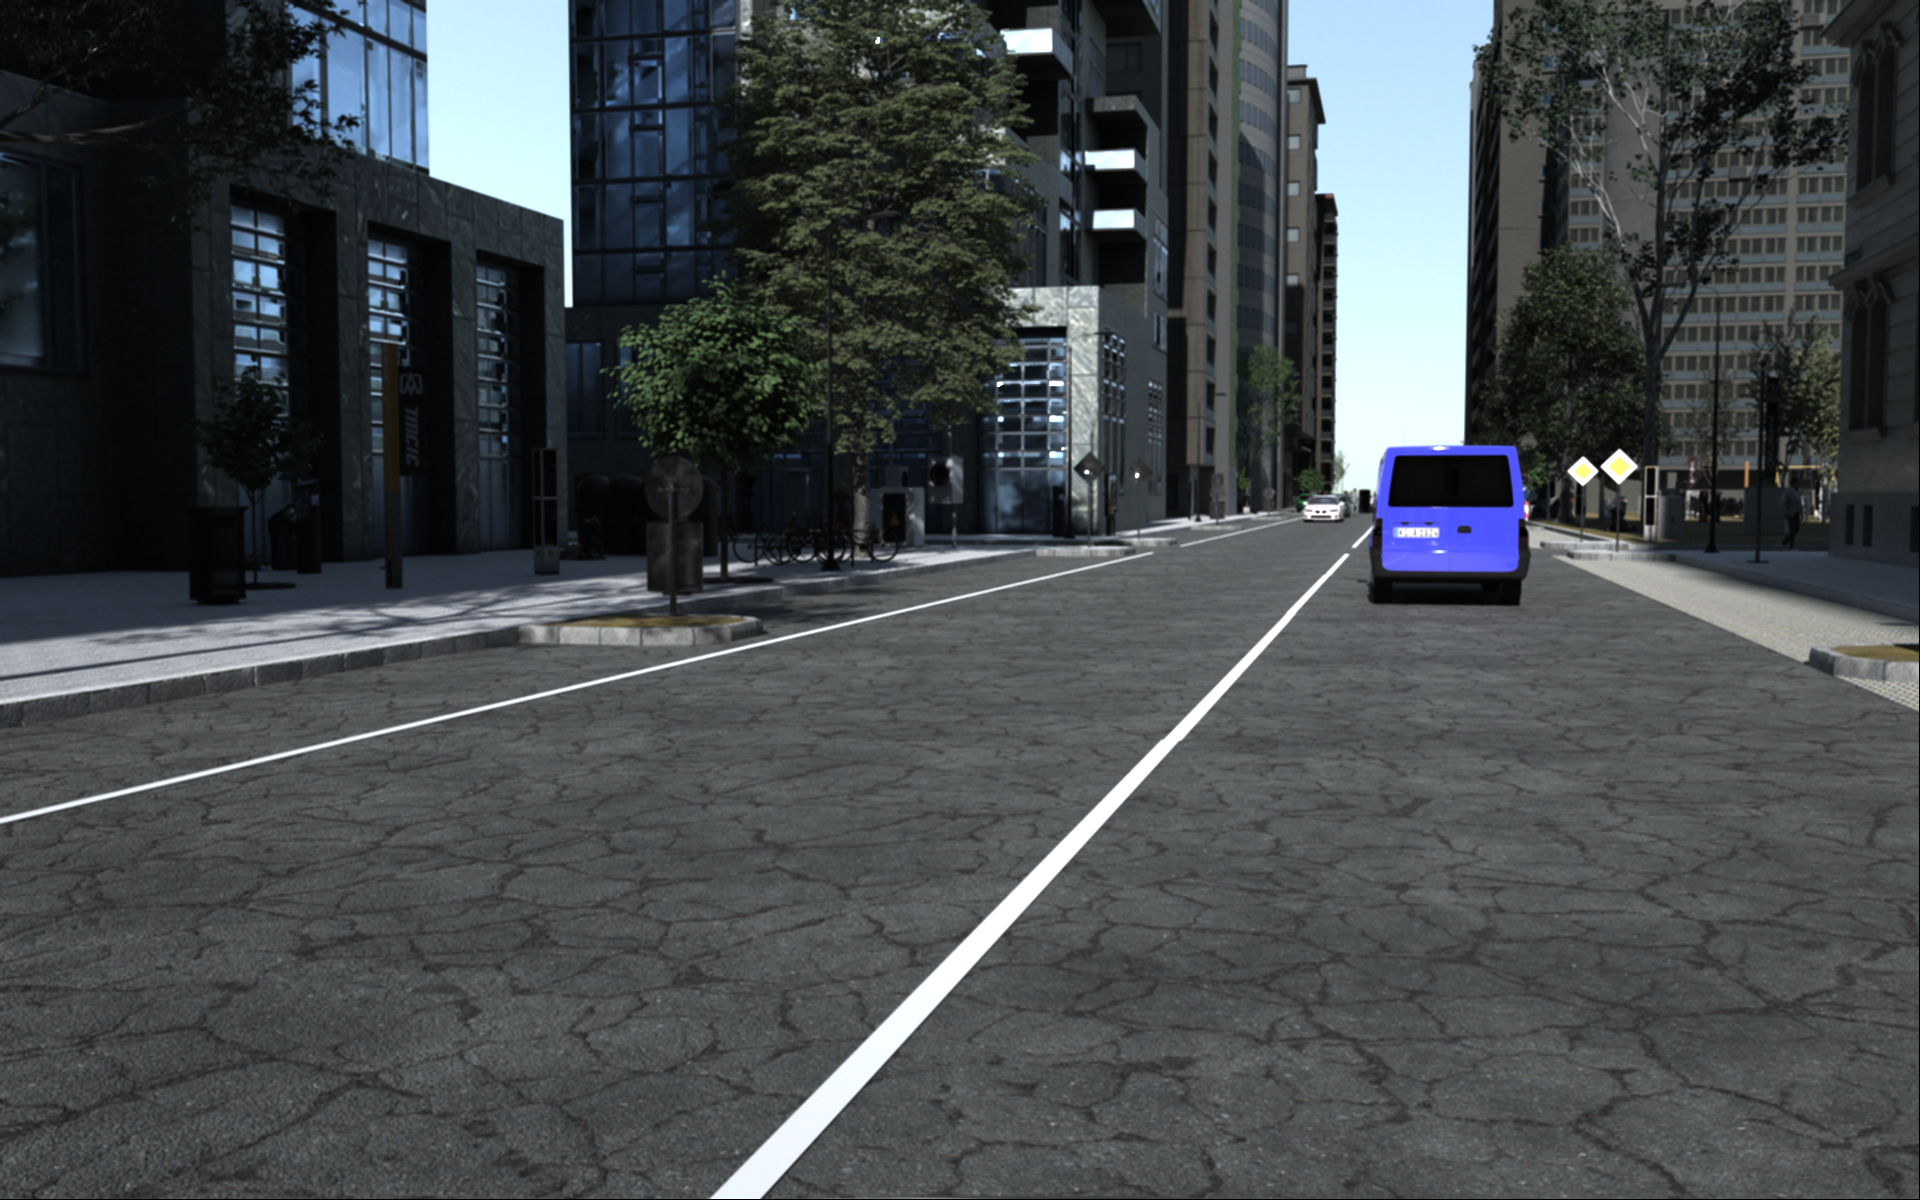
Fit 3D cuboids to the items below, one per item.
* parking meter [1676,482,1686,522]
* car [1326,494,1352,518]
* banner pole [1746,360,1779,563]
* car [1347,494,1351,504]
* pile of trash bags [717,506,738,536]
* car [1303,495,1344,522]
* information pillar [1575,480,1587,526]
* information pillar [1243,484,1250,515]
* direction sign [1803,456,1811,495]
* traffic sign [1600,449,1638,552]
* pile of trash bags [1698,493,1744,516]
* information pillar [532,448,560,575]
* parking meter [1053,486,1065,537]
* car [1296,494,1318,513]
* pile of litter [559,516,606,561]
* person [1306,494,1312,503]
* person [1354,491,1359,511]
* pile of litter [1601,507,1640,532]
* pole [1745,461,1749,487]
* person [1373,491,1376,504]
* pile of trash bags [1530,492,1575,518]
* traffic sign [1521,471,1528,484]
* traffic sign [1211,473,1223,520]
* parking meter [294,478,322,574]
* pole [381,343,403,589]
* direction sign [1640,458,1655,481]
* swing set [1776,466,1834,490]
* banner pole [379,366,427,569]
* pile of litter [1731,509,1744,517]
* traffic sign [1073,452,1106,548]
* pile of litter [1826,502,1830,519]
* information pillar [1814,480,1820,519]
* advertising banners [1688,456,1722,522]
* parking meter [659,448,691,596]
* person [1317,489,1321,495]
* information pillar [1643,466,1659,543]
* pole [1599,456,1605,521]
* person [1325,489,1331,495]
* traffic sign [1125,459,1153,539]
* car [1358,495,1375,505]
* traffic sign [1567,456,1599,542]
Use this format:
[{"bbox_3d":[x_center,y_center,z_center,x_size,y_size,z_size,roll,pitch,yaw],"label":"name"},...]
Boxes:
[{"bbox_3d":[33.550,-4.585,80.673,0.399,1.863,0.255,-1,4,-13],"label":"parking meter"},{"bbox_3d":[23.097,-5.809,106.778,2.131,1.459,4.920,1,4,15],"label":"car"},{"bbox_3d":[15.143,-2.600,32.525,0.863,3.779,0.401,-3,4,-38],"label":"banner pole"},{"bbox_3d":[51.799,-13.505,230.589,2.009,1.686,4.222,1,4,15],"label":"car"},{"bbox_3d":[-8.497,-2.672,53.447,3.447,1.369,1.912,2,4,34],"label":"pile of trash bags"},{"bbox_3d":[18.758,-4.699,89.185,2.083,1.381,4.827,1,4,16],"label":"car"},{"bbox_3d":[24.764,-3.950,69.081,0.304,2.012,0.304,-3,4,-38],"label":"information pillar"},{"bbox_3d":[17.968,-6.365,108.560,0.304,2.012,0.304,-3,4,-38],"label":"information pillar"},{"bbox_3d":[49.856,-6.729,102.017,0.876,3.537,0.379,-3,5,-39],"label":"direction sign"},{"bbox_3d":[14.548,-2.119,38.283,0.795,2.450,0.064,1,4,14],"label":"traffic sign"},{"bbox_3d":[43.931,-5.530,100.175,3.447,1.369,1.912,-2,4,-29],"label":"pile of trash bags"},{"bbox_3d":[-6.610,-1.417,27.656,0.304,2.012,0.304,-3,5,-40],"label":"information pillar"},{"bbox_3d":[2.963,-2.655,51.820,0.372,1.533,0.369,0,3,0],"label":"parking meter"},{"bbox_3d":[26.781,-7.597,133.001,1.959,1.807,4.718,1,4,12],"label":"car"},{"bbox_3d":[-7.506,-1.230,34.079,1.176,0.858,1.719,0,4,2],"label":"pile of litter"},{"bbox_3d":[25.652,-7.070,127.315,0.599,1.433,0.991,2,4,35],"label":"person"},{"bbox_3d":[34.392,-8.690,150.586,0.705,1.823,1.348,0,4,-6],"label":"person"},{"bbox_3d":[22.882,-2.803,59.787,1.176,0.858,1.719,0,4,-2],"label":"pile of litter"},{"bbox_3d":[48.130,-6.860,106.006,0.158,3.312,0.155,0,3,0],"label":"pole"},{"bbox_3d":[59.350,-14.644,248.026,0.705,1.812,1.348,1,4,18],"label":"person"},{"bbox_3d":[32.487,-5.161,94.136,1.912,1.369,3.447,3,5,43],"label":"pile of trash bags"},{"bbox_3d":[31.208,-5.892,96.434,0.768,2.556,0.104,1,4,17],"label":"traffic sign"},{"bbox_3d":[12.746,-5.119,85.828,0.606,2.300,0.079,2,4,24],"label":"traffic sign"},{"bbox_3d":[-10.520,-1.195,27.954,0.372,1.533,0.369,0,3,0],"label":"parking meter"},{"bbox_3d":[-7.700,-1.812,23.466,0.158,3.312,0.155,0,3,0],"label":"pole"},{"bbox_3d":[41.907,-6.949,105.620,0.876,3.537,0.379,2,4,31],"label":"direction sign"},{"bbox_3d":[47.467,-6.114,97.588,3.119,2.851,2.862,2,4,32],"label":"swing set"},{"bbox_3d":[-9.571,-2.431,29.767,0.863,3.779,0.401,-2,4,-25],"label":"banner pole"},{"bbox_3d":[43.741,-5.019,96.031,1.176,0.858,1.719,-3,5,-43],"label":"pile of litter"},{"bbox_3d":[3.079,-2.299,41.234,0.795,2.450,0.064,1,4,14],"label":"traffic sign"},{"bbox_3d":[45.591,-4.683,90.527,1.719,0.858,1.176,-1,4,-22],"label":"pile of litter"},{"bbox_3d":[44.278,-5.192,89.383,0.304,2.012,0.304,2,4,27],"label":"information pillar"},{"bbox_3d":[34.175,-5.096,79.509,0.090,3.025,2.074,-1,4,-21],"label":"advertising banners"},{"bbox_3d":[-3.623,-0.993,21.939,0.399,1.863,0.255,0,4,-5],"label":"parking meter"},{"bbox_3d":[28.454,-7.847,136.939,0.705,1.807,1.348,2,4,33],"label":"person"},{"bbox_3d":[18.356,-2.538,45.981,0.304,2.012,0.304,2,4,33],"label":"information pillar"},{"bbox_3d":[30.493,-5.408,82.269,0.158,3.312,0.155,0,3,0],"label":"pole"},{"bbox_3d":[26.728,-7.177,125.857,1.348,1.822,0.705,-1,4,-15],"label":"person"},{"bbox_3d":[5.063,-2.772,48.970,0.795,2.450,0.064,1,4,14],"label":"traffic sign"},{"bbox_3d":[52.399,-12.898,223.240,2.083,1.381,4.827,1,4,14],"label":"car"},{"bbox_3d":[16.532,-2.592,46.018,0.795,2.450,0.064,1,4,14],"label":"traffic sign"}]
